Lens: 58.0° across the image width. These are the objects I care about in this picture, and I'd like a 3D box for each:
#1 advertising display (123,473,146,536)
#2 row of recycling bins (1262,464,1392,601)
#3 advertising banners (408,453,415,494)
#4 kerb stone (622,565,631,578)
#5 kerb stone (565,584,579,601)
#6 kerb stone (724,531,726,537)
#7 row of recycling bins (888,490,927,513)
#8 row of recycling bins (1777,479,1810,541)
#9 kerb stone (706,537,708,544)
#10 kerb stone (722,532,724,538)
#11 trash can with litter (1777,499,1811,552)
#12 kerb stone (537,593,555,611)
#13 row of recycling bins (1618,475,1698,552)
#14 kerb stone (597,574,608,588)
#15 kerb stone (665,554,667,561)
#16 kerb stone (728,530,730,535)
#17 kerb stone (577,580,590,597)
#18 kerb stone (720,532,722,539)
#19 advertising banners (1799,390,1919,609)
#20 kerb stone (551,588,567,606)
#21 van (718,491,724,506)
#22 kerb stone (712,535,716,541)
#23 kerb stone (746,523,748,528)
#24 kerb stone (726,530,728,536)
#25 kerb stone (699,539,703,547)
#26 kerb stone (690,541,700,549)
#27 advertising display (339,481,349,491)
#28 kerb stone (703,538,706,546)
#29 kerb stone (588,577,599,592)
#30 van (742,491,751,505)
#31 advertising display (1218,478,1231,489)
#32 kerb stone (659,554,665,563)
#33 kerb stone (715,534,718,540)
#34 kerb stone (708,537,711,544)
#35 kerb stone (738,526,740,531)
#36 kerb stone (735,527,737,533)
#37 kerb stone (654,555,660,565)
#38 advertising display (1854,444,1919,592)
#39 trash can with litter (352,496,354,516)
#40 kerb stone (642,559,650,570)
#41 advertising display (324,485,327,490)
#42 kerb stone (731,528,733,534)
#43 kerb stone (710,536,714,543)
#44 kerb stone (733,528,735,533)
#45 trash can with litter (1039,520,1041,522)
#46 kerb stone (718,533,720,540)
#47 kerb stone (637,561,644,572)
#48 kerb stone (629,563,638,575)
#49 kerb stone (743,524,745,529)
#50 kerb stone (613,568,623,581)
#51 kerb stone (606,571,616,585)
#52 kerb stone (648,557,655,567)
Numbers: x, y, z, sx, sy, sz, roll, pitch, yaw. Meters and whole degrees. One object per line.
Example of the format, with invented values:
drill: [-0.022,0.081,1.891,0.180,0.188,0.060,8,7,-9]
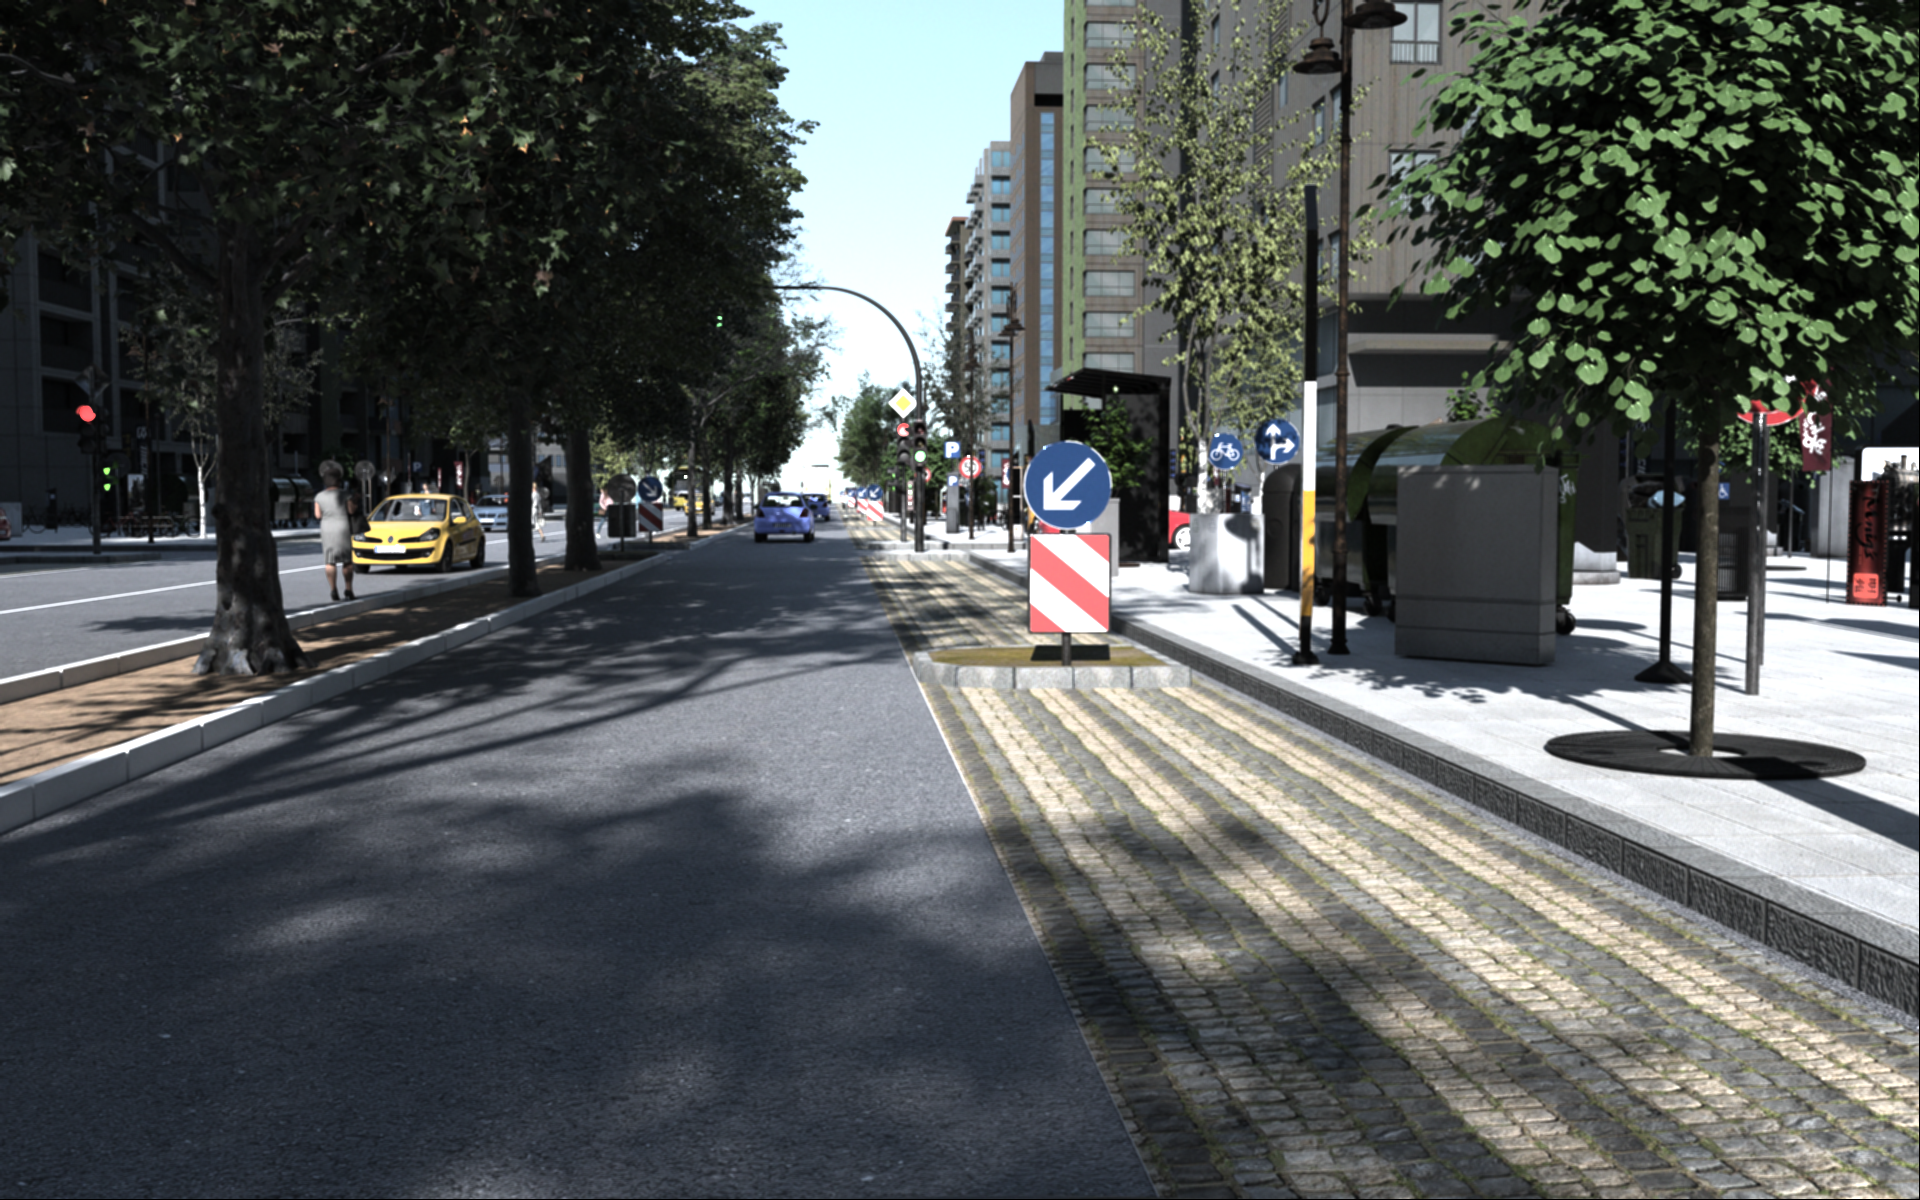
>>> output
advertising display: [-25.245,-2.923,53.003,0.123,1.923,0.974,0,4,5]
row of recycling bins: [4.983,-0.925,22.243,1.069,1.692,3.534,-1,4,-21]
advertising banners: [-23.609,-4.793,74.551,0.090,3.025,2.074,-1,4,-12]
kerb stone: [-5.793,-0.455,29.641,0.120,0.150,1.000,0,4,-4]
kerb stone: [-5.339,-0.080,23.509,0.120,0.150,1.000,0,4,-4]
kerb stone: [-7.827,-2.113,56.747,0.120,0.150,1.000,0,4,-4]
row of recycling bins: [-3.529,-6.657,115.953,1.069,1.692,3.534,-3,5,-44]
row of recycling bins: [21.660,-2.512,48.176,3.534,1.692,1.069,1,4,16]
kerb stone: [-7.220,-1.612,48.558,0.120,0.150,1.000,0,4,-4]
kerb stone: [-7.759,-2.049,55.722,0.120,0.150,1.000,0,4,-4]
trash can with litter: [18.755,-1.665,38.609,1.055,1.170,0.624,3,5,44]
kerb stone: [-5.186,0.045,21.462,0.120,0.150,1.000,0,4,-4]
row of recycling bins: [15.774,-1.918,38.475,3.534,1.692,1.069,-3,4,-37]
kerb stone: [-5.570,-0.267,26.577,0.120,0.150,1.000,0,4,-4]
kerb stone: [-6.332,-0.894,36.808,0.120,0.150,1.000,0,4,-4]
kerb stone: [-7.984,-2.237,58.790,0.120,0.150,1.000,0,4,-4]
kerb stone: [-5.405,-0.143,24.530,0.120,0.150,1.000,0,4,-4]
kerb stone: [-7.679,-1.988,54.698,0.120,0.150,1.000,0,4,-4]
advertising banners: [10.453,-1.446,19.836,0.090,3.025,2.074,-2,4,-28]
kerb stone: [-5.269,-0.018,22.487,0.120,0.150,1.000,0,4,-4]
van: [-28.816,-12.635,213.595,2.013,2.044,4.112,0,4,-5]
kerb stone: [-7.438,-1.801,51.634,0.120,0.150,1.000,0,4,-4]
kerb stone: [-8.909,-2.990,71.079,0.120,0.150,1.000,0,4,-4]
kerb stone: [-7.910,-2.172,57.770,0.120,0.150,1.000,0,4,-4]
kerb stone: [-7.060,-1.485,46.510,0.120,0.150,1.000,0,4,-4]
kerb stone: [-7.000,-1.421,45.490,0.120,0.150,1.000,0,4,-4]
advertising display: [-29.593,-4.784,83.436,0.123,1.923,0.974,0,4,-7]
kerb stone: [-7.138,-1.550,47.540,0.120,0.150,1.000,0,4,-4]
kerb stone: [-5.492,-0.203,25.555,0.120,0.150,1.000,0,4,-4]
van: [-28.658,-13.800,232.637,2.013,2.044,4.112,0,4,-5]
advertising display: [10.705,-3.964,70.031,0.123,1.923,0.974,2,4,34]
kerb stone: [-6.260,-0.828,35.787,0.120,0.150,1.000,0,4,-4]
kerb stone: [-7.527,-1.863,52.657,0.120,0.150,1.000,0,4,-4]
kerb stone: [-7.303,-1.670,49.583,0.120,0.150,1.000,0,4,-4]
kerb stone: [-8.448,-2.614,64.933,0.120,0.150,1.000,0,4,-4]
kerb stone: [-8.293,-2.488,62.881,0.120,0.150,1.000,0,4,-4]
kerb stone: [-6.180,-0.769,34.767,0.120,0.150,1.000,0,4,-4]
advertising display: [12.147,-1.063,22.597,0.974,1.923,0.123,0,4,-4]
trash can with litter: [-31.222,-4.710,88.065,1.678,1.210,2.233,0,4,2]
kerb stone: [-6.020,-0.640,32.707,0.120,0.150,1.000,0,4,-4]
advertising display: [-35.230,-5.633,97.320,0.974,1.923,0.123,0,4,-5]
kerb stone: [-8.143,-2.360,60.836,0.120,0.150,1.000,0,4,-4]
kerb stone: [-7.368,-1.737,50.606,0.120,0.150,1.000,0,4,-4]
kerb stone: [-8.215,-2.423,61.855,0.120,0.150,1.000,0,4,-4]
trash can with litter: [3.264,-3.394,66.878,0.624,1.170,1.055,1,4,12]
kerb stone: [-7.609,-1.925,53.675,0.120,0.150,1.000,0,4,-4]
kerb stone: [-5.947,-0.576,31.687,0.120,0.150,1.000,0,4,-4]
kerb stone: [-5.872,-0.518,30.667,0.120,0.150,1.000,0,4,-4]
kerb stone: [-8.759,-2.862,69.025,0.120,0.150,1.000,0,4,-4]
kerb stone: [-5.727,-0.393,28.621,0.120,0.150,1.000,0,4,-4]
kerb stone: [-5.639,-0.328,27.597,0.120,0.150,1.000,0,4,-4]
kerb stone: [-6.111,-0.706,33.736,0.120,0.150,1.000,0,4,-4]
